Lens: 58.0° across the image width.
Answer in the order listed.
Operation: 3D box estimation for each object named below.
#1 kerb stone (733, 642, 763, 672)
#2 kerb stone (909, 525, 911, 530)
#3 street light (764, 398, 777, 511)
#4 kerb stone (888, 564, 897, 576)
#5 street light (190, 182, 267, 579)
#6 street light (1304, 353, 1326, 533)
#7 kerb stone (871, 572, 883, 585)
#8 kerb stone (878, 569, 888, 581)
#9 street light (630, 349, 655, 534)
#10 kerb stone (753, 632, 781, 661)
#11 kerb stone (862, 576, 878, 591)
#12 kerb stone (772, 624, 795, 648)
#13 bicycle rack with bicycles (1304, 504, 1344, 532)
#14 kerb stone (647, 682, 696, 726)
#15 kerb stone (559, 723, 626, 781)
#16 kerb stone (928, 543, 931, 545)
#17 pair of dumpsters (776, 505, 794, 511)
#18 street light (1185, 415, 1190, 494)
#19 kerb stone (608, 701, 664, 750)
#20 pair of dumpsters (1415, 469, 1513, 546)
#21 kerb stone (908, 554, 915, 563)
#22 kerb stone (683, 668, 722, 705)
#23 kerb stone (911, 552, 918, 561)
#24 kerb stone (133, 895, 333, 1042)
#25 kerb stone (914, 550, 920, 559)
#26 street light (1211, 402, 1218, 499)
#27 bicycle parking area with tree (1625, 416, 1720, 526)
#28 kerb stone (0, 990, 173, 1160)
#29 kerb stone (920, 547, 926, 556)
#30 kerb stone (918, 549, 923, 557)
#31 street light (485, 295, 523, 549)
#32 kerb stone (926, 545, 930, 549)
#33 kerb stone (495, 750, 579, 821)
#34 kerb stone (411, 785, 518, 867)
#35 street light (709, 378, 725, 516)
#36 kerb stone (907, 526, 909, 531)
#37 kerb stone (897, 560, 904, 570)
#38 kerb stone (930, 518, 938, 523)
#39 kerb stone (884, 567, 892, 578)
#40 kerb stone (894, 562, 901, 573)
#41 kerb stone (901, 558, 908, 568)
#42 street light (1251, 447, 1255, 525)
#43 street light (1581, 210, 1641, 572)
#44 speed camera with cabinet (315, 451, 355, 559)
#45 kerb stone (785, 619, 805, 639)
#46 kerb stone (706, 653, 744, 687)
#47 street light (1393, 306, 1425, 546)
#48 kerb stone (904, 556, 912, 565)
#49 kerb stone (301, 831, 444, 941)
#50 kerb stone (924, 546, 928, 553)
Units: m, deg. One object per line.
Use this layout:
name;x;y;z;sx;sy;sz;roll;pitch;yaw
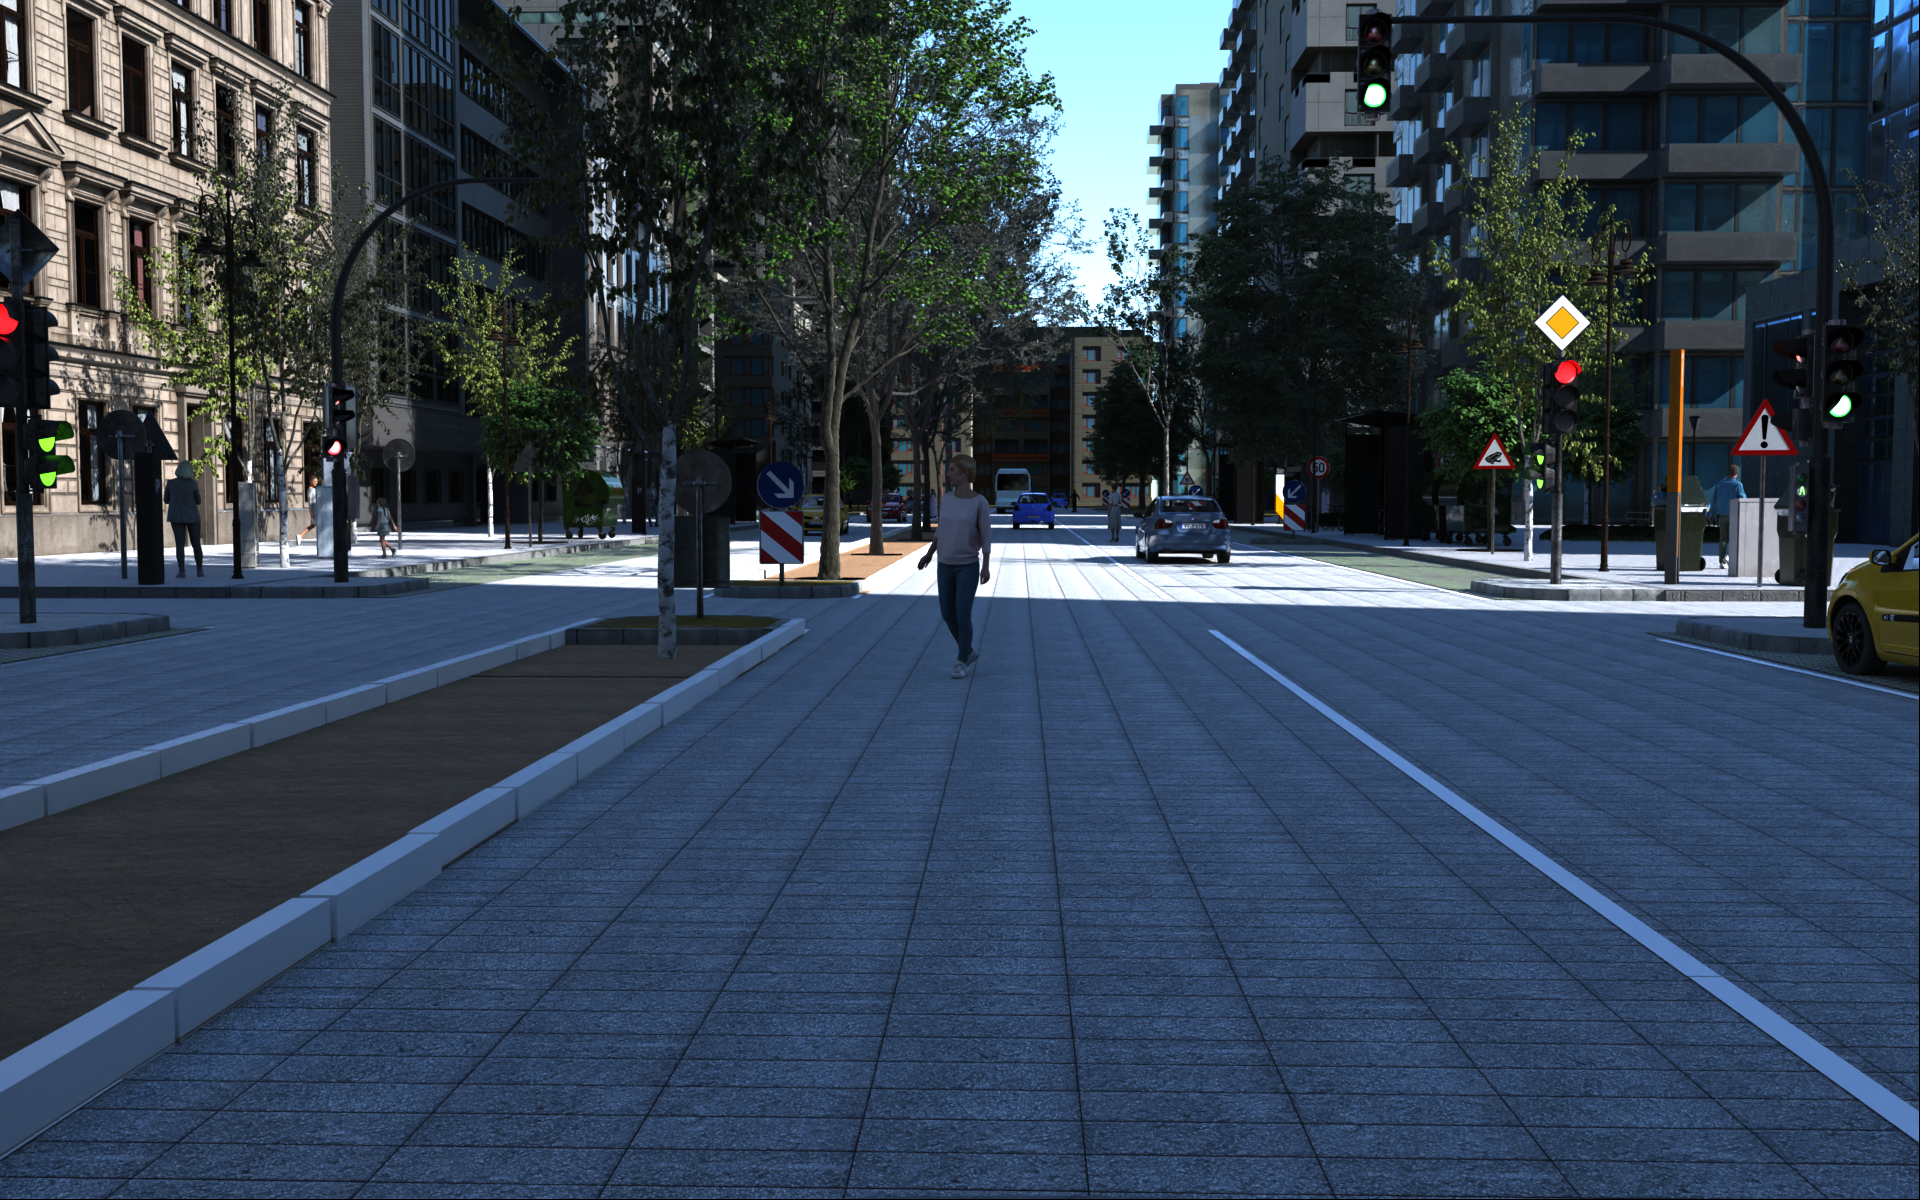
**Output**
kerb stone;-1.773;0.486;14.255;0.120;0.150;1.000;0;4;2
kerb stone;-2.092;-2.750;67.156;0.120;0.150;1.000;0;4;2
street light;-9.088;-6.754;83.213;0.468;5.910;1.993;0;4;2
kerb stone;-1.241;-0.479;30.119;0.120;0.150;1.000;0;4;2
street light;-10.963;-3.261;26.111;0.468;5.910;1.993;0;4;2
street light;11.622;-5.137;56.780;0.468;5.910;1.993;0;4;2
kerb stone;-1.346;-0.297;27.053;0.120;0.150;1.000;0;4;2
kerb stone;-1.310;-0.360;28.075;0.120;0.150;1.000;0;4;2
street light;-10.036;-5.021;54.886;0.468;5.910;1.993;0;4;2
kerb stone;-1.730;0.423;15.276;0.120;0.150;1.000;0;4;2
kerb stone;-1.376;-0.225;26.023;0.120;0.150;1.000;0;4;2
kerb stone;-1.703;0.366;16.304;0.120;0.150;1.000;0;4;2
bicycle rack with bicycles;12.752;-2.854;60.050;2.852;0.926;2.925;0;4;1
kerb stone;-1.870;0.675;11.166;0.120;0.150;1.000;0;4;2
kerb stone;-1.943;0.801;9.115;0.120;0.150;1.000;0;4;2
kerb stone;-0.819;-1.237;42.414;0.120;0.150;1.000;0;4;2
pair of dumpsters;-9.819;-5.570;93.563;1.574;2.255;4.437;0;4;2
street light;13.025;-7.733;99.220;0.468;5.910;1.993;0;4;2
kerb stone;-1.912;0.742;10.146;0.120;0.150;1.000;0;4;2
pair of dumpsters;13.037;-2.583;44.724;1.574;2.255;4.437;0;4;2
kerb stone;-1.066;-0.797;35.234;0.120;0.150;1.000;0;4;2
kerb stone;-1.839;0.619;12.191;0.120;0.150;1.000;0;4;2
kerb stone;-1.030;-0.857;36.266;0.120;0.150;1.000;0;4;2
kerb stone;-2.084;1.055;5.026;0.120;0.150;1.000;0;4;2
kerb stone;-0.999;-0.923;37.288;0.120;0.150;1.000;0;4;2
street light;12.525;-6.878;85.241;0.468;5.910;1.993;0;4;2
bicycle parking area with tree;29.499;-4.702;63.879;8.231;4.147;9.016;0;4;5
kerb stone;-2.116;1.118;4.000;0.120;0.150;1.000;0;4;2
kerb stone;-0.926;-1.049;39.349;0.120;0.150;1.000;0;4;2
kerb stone;-0.968;-0.986;38.322;0.120;0.150;1.000;0;4;2
street light;-10.609;-4.139;40.455;0.468;5.910;1.993;0;4;2
kerb stone;-0.857;-1.174;41.392;0.120;0.150;1.000;0;4;2
kerb stone;-1.978;0.863;8.092;0.120;0.150;1.000;0;4;2
kerb stone;-2.021;0.926;7.071;0.120;0.150;1.000;0;4;2
street light;-9.651;-5.877;68.869;0.468;5.910;1.993;0;4;2
kerb stone;-2.137;-2.683;66.135;0.120;0.150;1.000;0;4;2
kerb stone;-1.173;-0.602;32.168;0.120;0.150;1.000;0;4;2
kerb stone;-1.334;-4.129;89.697;0.120;0.150;1.000;0;4;2
kerb stone;-1.277;-0.422;29.097;0.120;0.150;1.000;0;4;2
kerb stone;-1.201;-0.547;31.140;0.120;0.150;1.000;0;4;2
kerb stone;-1.135;-0.672;33.189;0.120;0.150;1.000;0;4;2
street light;12.077;-6.023;71.261;0.468;5.910;1.993;0;4;2
street light;10.682;-3.411;28.558;0.468;5.910;1.993;0;4;2
speed camera with cabinet;-12.707;-2.503;35.254;0.660;3.252;2.038;-1;4;-14
kerb stone;-1.670;0.298;17.325;0.120;0.150;1.000;0;4;2
kerb stone;-1.807;0.549;13.222;0.120;0.150;1.000;0;4;2
street light;11.074;-4.282;42.803;0.468;5.910;1.993;0;4;2
kerb stone;-1.097;-0.731;34.211;0.120;0.150;1.000;0;4;2
kerb stone;-2.036;0.989;6.047;0.120;0.150;1.000;0;4;2
kerb stone;-0.894;-1.110;40.371;0.120;0.150;1.000;0;4;2
